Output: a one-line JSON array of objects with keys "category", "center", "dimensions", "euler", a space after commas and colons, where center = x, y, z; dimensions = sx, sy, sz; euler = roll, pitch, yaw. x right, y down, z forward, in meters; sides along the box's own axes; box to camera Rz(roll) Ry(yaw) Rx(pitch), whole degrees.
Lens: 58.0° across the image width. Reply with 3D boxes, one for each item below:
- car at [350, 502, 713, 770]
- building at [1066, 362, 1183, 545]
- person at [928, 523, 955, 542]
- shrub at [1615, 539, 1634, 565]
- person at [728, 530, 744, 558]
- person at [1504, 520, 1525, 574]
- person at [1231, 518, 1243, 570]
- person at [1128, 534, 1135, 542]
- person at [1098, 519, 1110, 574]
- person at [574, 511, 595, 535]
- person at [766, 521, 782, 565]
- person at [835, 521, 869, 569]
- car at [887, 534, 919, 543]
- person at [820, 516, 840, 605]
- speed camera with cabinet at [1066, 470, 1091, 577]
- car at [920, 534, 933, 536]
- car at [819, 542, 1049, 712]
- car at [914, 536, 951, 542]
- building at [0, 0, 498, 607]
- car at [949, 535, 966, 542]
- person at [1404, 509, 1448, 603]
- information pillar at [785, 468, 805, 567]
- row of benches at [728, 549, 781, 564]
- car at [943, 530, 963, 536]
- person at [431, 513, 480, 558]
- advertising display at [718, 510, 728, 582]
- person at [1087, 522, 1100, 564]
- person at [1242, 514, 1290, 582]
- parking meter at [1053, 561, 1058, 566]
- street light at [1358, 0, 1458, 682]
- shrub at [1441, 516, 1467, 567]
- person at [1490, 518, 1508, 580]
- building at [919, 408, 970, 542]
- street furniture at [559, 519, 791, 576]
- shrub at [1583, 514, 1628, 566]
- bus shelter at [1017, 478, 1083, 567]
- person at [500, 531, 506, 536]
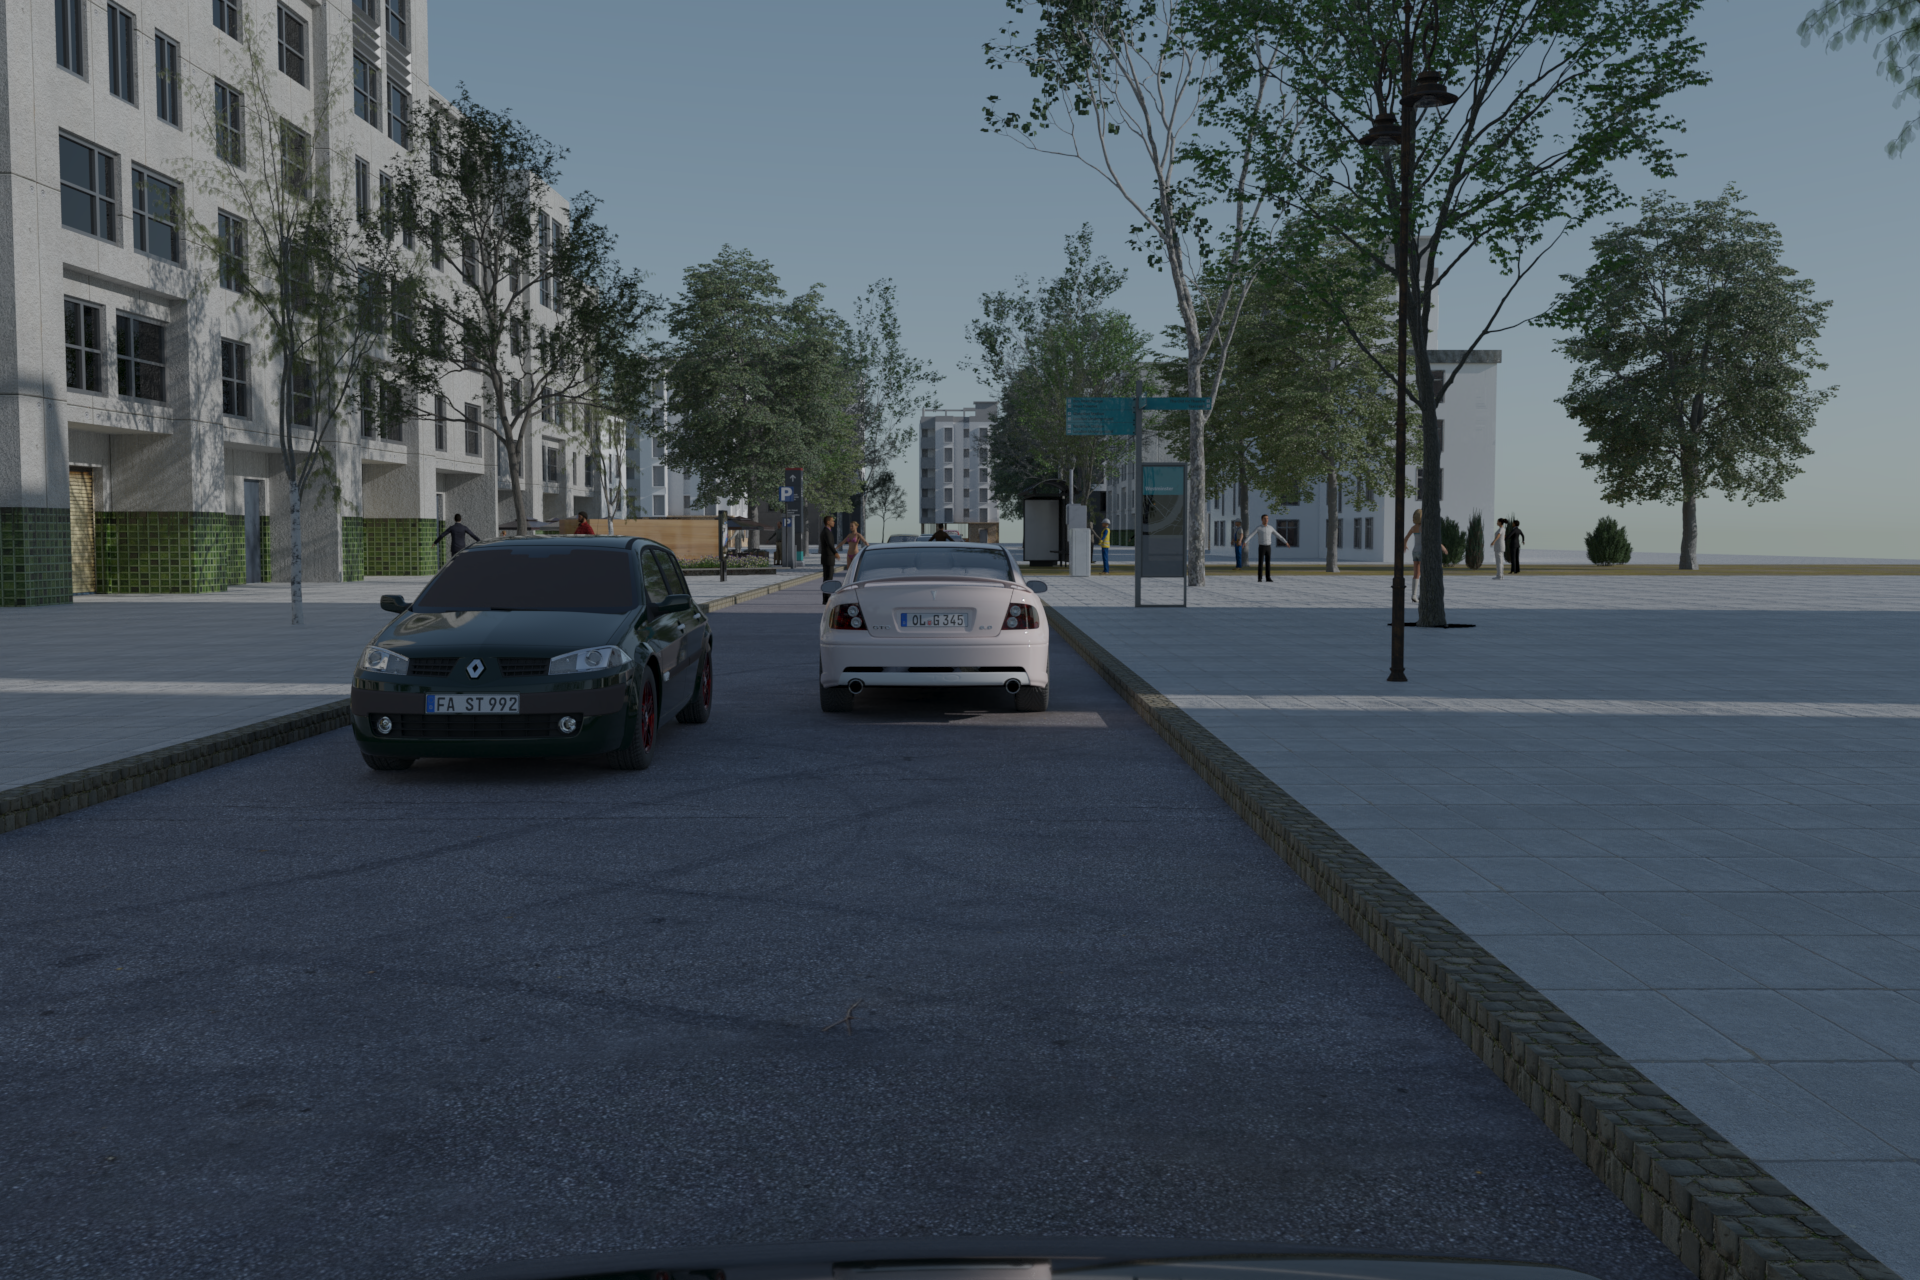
[{"category": "car", "center": [-2.748, -0.120, 11.751], "dimensions": [2.009, 1.686, 4.222], "euler": [0, 4, 0]}, {"category": "building", "center": [25.227, -23.106, 221.758], "dimensions": [27.936, 21.610, 32.646], "euler": [0, 4, 0]}, {"category": "person", "center": [-0.616, -3.059, 58.609], "dimensions": [1.346, 1.812, 0.704], "euler": [2, 4, 27]}, {"category": "shrub", "center": [27.786, -3.773, 72.810], "dimensions": [1.383, 1.207, 1.383], "euler": [0, 3, 0]}, {"category": "person", "center": [-10.029, -4.398, 78.086], "dimensions": [0.705, 1.806, 1.347], "euler": [1, 4, 23]}, {"category": "person", "center": [17.884, -3.014, 56.004], "dimensions": [1.216, 1.740, 0.721], "euler": [-3, 4, -36]}, {"category": "person", "center": [9.815, -3.388, 61.255], "dimensions": [0.705, 1.847, 1.347], "euler": [0, 4, -3]}, {"category": "person", "center": [8.841, -4.797, 84.621], "dimensions": [1.347, 1.806, 0.705], "euler": [-2, 4, -29]}, {"category": "person", "center": [4.553, -2.981, 55.197], "dimensions": [0.721, 1.772, 1.216], "euler": [1, 4, 13]}, {"category": "person", "center": [-8.860, -2.111, 40.617], "dimensions": [0.704, 1.816, 1.345], "euler": [-3, 5, -43]}, {"category": "person", "center": [-7.399, -3.956, 70.946], "dimensions": [1.348, 1.796, 0.705], "euler": [3, 5, 40]}, {"category": "person", "center": [-2.570, -1.947, 41.086], "dimensions": [1.217, 1.733, 0.721], "euler": [2, 4, 35]}, {"category": "car", "center": [-2.242, -3.656, 70.006], "dimensions": [2.015, 1.641, 3.980], "euler": [0, 4, 0]}, {"category": "person", "center": [-2.643, -1.615, 35.086], "dimensions": [0.704, 1.802, 1.346], "euler": [-1, 4, -13]}, {"category": "speed camera with cabinet", "center": [3.608, -3.564, 52.601], "dimensions": [0.660, 3.252, 2.038], "euler": [0, 4, 0]}, {"category": "car", "center": [-2.136, -6.594, 119.613], "dimensions": [2.131, 1.459, 4.920], "euler": [0, 4, 0]}, {"category": "car", "center": [-0.229, -0.182, 15.330], "dimensions": [2.083, 1.381, 4.827], "euler": [0, 4, -1]}, {"category": "car", "center": [-0.978, -3.111, 63.228], "dimensions": [2.083, 1.381, 4.827], "euler": [0, 4, -1]}, {"category": "building", "center": [-24.790, -10.949, 45.482], "dimensions": [16.747, 18.905, 31.486], "euler": [0, 4, 0]}, {"category": "car", "center": [-0.574, -7.443, 134.062], "dimensions": [2.083, 1.381, 4.827], "euler": [0, 4, -1]}, {"category": "person", "center": [8.663, -1.575, 32.364], "dimensions": [0.721, 1.753, 1.214], "euler": [-2, 4, -24]}, {"category": "information pillar", "center": [-6.502, -4.805, 67.943], "dimensions": [0.750, 3.857, 0.750], "euler": [0, 4, 1]}, {"category": "row of benches", "center": [-8.595, -3.539, 73.320], "dimensions": [4.104, 0.672, 1.422], "euler": [1, 4, 11]}, {"category": "car", "center": [-0.878, -8.979, 155.482], "dimensions": [2.281, 1.827, 5.304], "euler": [0, 4, -1]}, {"category": "person", "center": [-13.158, -2.408, 45.413], "dimensions": [1.345, 1.823, 0.704], "euler": [-1, 4, -18]}, {"category": "advertising display", "center": [-6.391, -2.540, 46.743], "dimensions": [0.123, 1.923, 0.974], "euler": [0, 4, 1]}, {"category": "person", "center": [5.674, -4.229, 75.278], "dimensions": [0.705, 1.813, 1.348], "euler": [-3, 4, -38]}, {"category": "person", "center": [8.161, -2.458, 46.349], "dimensions": [1.344, 1.810, 0.704], "euler": [-1, 4, -12]}, {"category": "parking meter", "center": [3.807, -3.957, 70.402], "dimensions": [0.399, 1.863, 0.255], "euler": [0, 4, -2]}, {"category": "street light", "center": [3.815, -2.578, 14.935], "dimensions": [0.468, 5.910, 1.993], "euler": [0, 4, 0]}, {"category": "shrub", "center": [18.902, -3.847, 67.324], "dimensions": [1.690, 2.028, 1.600], "euler": [0, 3, 0]}, {"category": "person", "center": [15.094, -2.565, 48.701], "dimensions": [0.721, 1.739, 1.217], "euler": [2, 4, 29]}, {"category": "building", "center": [-5.616, -23.990, 251.108], "dimensions": [11.380, 20.090, 16.016], "euler": [0, 4, 8]}, {"category": "street furniture", "center": [-9.177, -2.925, 54.675], "dimensions": [11.010, 1.723, 9.812], "euler": [-3, 5, -41]}, {"category": "shrub", "center": [25.716, -3.969, 68.938], "dimensions": [1.661, 2.075, 1.752], "euler": [0, 3, 0]}, {"category": "bus shelter", "center": [3.357, -4.389, 65.688], "dimensions": [2.014, 3.302, 5.546], "euler": [0, 4, -2]}, {"category": "person", "center": [-18.999, -3.865, 72.457], "dimensions": [0.599, 1.433, 0.991], "euler": [-3, 4, -37]}]
